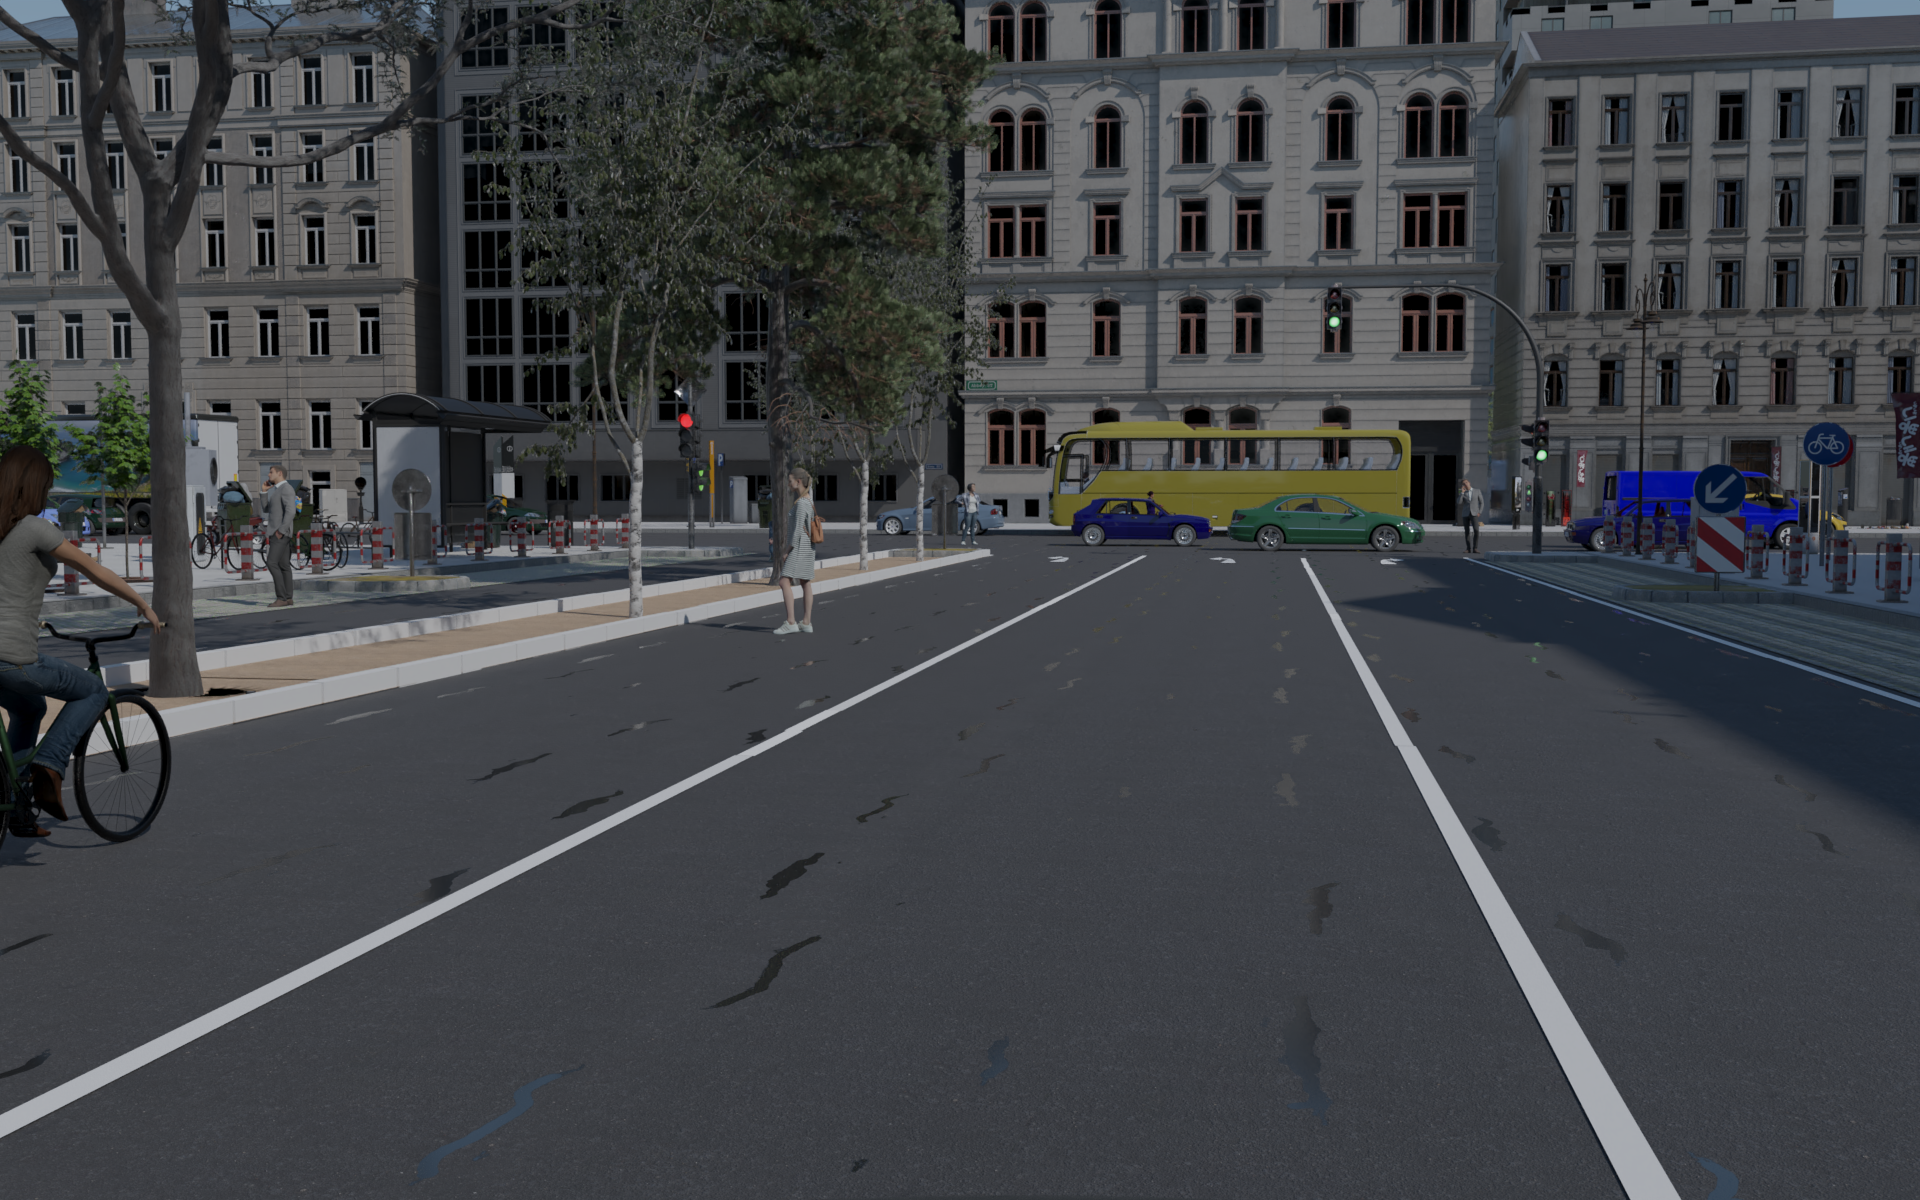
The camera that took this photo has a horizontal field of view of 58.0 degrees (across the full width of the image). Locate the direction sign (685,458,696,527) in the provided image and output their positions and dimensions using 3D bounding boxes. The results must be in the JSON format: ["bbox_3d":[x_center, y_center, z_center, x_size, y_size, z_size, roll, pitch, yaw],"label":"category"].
[{"bbox_3d":[-10.495,-4.620,67.536,0.379,3.537,0.876,1,4,17],"label":"direction sign"}]

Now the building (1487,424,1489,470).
[{"bbox_3d":[67.583,-33.521,239.942,23.993,40.220,32.217,1,4,10],"label":"building"}]

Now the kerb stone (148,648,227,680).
[{"bbox_3d":[-6.189,0.519,13.748,0.120,0.150,1.000,1,4,10],"label":"kerb stone"}]

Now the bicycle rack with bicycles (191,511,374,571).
[{"bbox_3d":[-11.364,-0.994,29.635,2.925,0.926,2.852,3,4,38],"label":"bicycle rack with bicycles"}]

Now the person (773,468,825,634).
[{"bbox_3d":[-1.652,-0.514,17.903,0.522,1.701,0.512,0,4,1],"label":"person"}]

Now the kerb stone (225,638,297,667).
[{"bbox_3d":[-6.006,0.457,14.756,0.120,0.150,1.000,1,4,10],"label":"kerb stone"}]

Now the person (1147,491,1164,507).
[{"bbox_3d":[6.364,-2.821,56.997,0.453,1.535,0.546,3,4,38],"label":"person"}]

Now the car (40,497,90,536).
[{"bbox_3d":[-28.998,-2.705,53.822,3.694,1.707,1.945,1,4,10],"label":"car"}]

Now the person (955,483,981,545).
[{"bbox_3d":[0.282,-2.417,48.746,0.841,1.734,0.376,-2,4,-30],"label":"person"}]

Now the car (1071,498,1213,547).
[{"bbox_3d":[5.053,-2.167,48.011,3.894,1.354,1.945,1,4,9],"label":"car"}]

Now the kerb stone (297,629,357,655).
[{"bbox_3d":[-5.833,0.396,15.766,0.120,0.150,1.000,1,4,10],"label":"kerb stone"}]

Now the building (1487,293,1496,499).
[{"bbox_3d":[57.904,-17.874,137.282,27.650,21.520,28.899,1,4,10],"label":"building"}]

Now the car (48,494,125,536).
[{"bbox_3d":[-30.805,-3.039,59.480,4.222,1.686,2.009,1,4,9],"label":"car"}]

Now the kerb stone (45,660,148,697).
[{"bbox_3d":[-6.361,0.579,12.734,0.120,0.150,1.000,1,4,10],"label":"kerb stone"}]

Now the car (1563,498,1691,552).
[{"bbox_3d":[17.110,-1.864,43.053,3.894,1.354,1.945,1,4,11],"label":"car"}]

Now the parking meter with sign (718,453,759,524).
[{"bbox_3d":[-9.548,-4.804,74.807,1.738,3.016,0.543,-2,4,-34],"label":"parking meter with sign"}]

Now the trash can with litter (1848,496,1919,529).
[{"bbox_3d":[34.103,-3.237,63.987,2.233,1.210,1.678,3,4,36],"label":"trash can with litter"}]

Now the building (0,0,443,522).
[{"bbox_3d":[-36.360,-17.707,86.776,25.104,27.353,12.463,1,4,10],"label":"building"}]

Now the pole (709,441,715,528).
[{"bbox_3d":[-9.502,-4.429,66.257,0.158,3.312,0.155,0,3,0],"label":"pole"}]

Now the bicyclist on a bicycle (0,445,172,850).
[{"bbox_3d":[-3.525,0.208,6.620,1.499,1.676,1.625,1,4,9],"label":"bicyclist on a bicycle"}]

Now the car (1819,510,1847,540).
[{"bbox_3d":[25.854,-2.727,54.805,3.980,1.641,2.015,1,4,12],"label":"car"}]

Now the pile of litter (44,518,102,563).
[{"bbox_3d":[-17.037,-1.138,32.565,1.719,0.858,1.176,1,4,19],"label":"pile of litter"}]

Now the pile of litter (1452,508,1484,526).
[{"bbox_3d":[20.319,-3.379,69.205,1.176,0.858,1.719,0,4,7],"label":"pile of litter"}]

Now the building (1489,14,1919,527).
[{"bbox_3d":[32.367,-13.695,73.065,18.267,20.994,9.793,1,4,10],"label":"building"}]

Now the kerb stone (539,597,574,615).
[{"bbox_3d":[-4.922,0.084,20.822,0.120,0.150,1.000,1,4,10],"label":"kerb stone"}]

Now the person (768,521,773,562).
[{"bbox_3d":[-3.672,-1.370,36.401,1.012,1.151,0.738,-2,4,-29],"label":"person"}]

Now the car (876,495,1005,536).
[{"bbox_3d":[-0.702,-2.958,60.368,4.499,1.417,2.014,1,4,12],"label":"car"}]

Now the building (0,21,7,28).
[{"bbox_3d":[-58.537,-18.670,91.164,20.117,28.700,13.634,1,4,10],"label":"building"}]

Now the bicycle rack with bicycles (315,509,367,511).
[{"bbox_3d":[-14.877,-1.708,41.314,2.852,0.926,2.925,1,4,14],"label":"bicycle rack with bicycles"}]

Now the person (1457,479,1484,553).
[{"bbox_3d":[12.379,-2.038,41.996,0.592,1.802,0.473,3,4,39],"label":"person"}]

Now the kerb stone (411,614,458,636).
[{"bbox_3d":[-5.465,0.269,17.790,0.120,0.150,1.000,1,4,10],"label":"kerb stone"}]

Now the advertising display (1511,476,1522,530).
[{"bbox_3d":[20.073,-3.502,62.466,0.123,1.923,0.974,2,4,31],"label":"advertising display"}]

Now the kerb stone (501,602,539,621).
[{"bbox_3d":[-5.104,0.146,19.809,0.120,0.150,1.000,1,4,10],"label":"kerb stone"}]

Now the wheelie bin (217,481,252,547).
[{"bbox_3d":[-17.571,-2.080,41.908,0.980,1.594,0.693,3,5,44],"label":"wheelie bin"}]

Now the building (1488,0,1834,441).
[{"bbox_3d":[64.383,-35.148,163.902,28.713,52.752,27.495,1,4,10],"label":"building"}]

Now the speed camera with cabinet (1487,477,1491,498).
[{"bbox_3d":[28.560,-5.872,90.337,2.038,3.252,0.660,-1,4,-12],"label":"speed camera with cabinet"}]

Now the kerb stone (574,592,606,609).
[{"bbox_3d":[-4.746,0.022,21.839,0.120,0.150,1.000,1,4,10],"label":"kerb stone"}]

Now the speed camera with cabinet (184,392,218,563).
[{"bbox_3d":[-14.722,-2.374,33.145,0.660,3.252,2.038,-1,4,-11],"label":"speed camera with cabinet"}]

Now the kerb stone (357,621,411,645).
[{"bbox_3d":[-5.642,0.331,16.780,0.120,0.150,1.000,1,4,10],"label":"kerb stone"}]

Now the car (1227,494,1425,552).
[{"bbox_3d":[9.268,-1.966,43.941,4.920,1.459,2.131,1,4,11],"label":"car"}]

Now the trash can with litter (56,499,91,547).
[{"bbox_3d":[-21.155,-1.812,41.011,0.624,1.170,1.055,1,4,9],"label":"trash can with litter"}]

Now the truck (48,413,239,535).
[{"bbox_3d":[-31.686,-4.493,62.371,11.283,4.237,2.839,1,4,11],"label":"truck"}]

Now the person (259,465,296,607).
[{"bbox_3d":[-8.656,-0.814,21.989,0.473,1.802,0.592,-1,4,-15],"label":"person"}]

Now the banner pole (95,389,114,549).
[{"bbox_3d":[-19.875,-3.086,40.465,0.863,3.779,0.401,2,4,24],"label":"banner pole"}]

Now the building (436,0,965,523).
[{"bbox_3d":[-11.328,-17.712,83.106,24.014,27.812,14.314,1,4,10],"label":"building"}]

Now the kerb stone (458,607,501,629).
[{"bbox_3d":[-5.282,0.208,18.799,0.120,0.150,1.000,1,4,10],"label":"kerb stone"}]

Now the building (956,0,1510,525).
[{"bbox_3d":[12.130,-17.845,79.159,23.554,28.519,14.401,1,4,10],"label":"building"}]

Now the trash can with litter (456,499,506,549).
[{"bbox_3d":[-11.324,-1.810,40.978,1.055,1.170,0.624,-3,4,-38],"label":"trash can with litter"}]

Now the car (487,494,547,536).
[{"bbox_3d":[-16.422,-3.123,60.844,4.222,1.686,2.009,1,4,9],"label":"car"}]

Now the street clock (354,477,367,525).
[{"bbox_3d":[-25.048,-4.150,72.416,0.471,2.002,0.358,-1,4,-22],"label":"street clock"}]
